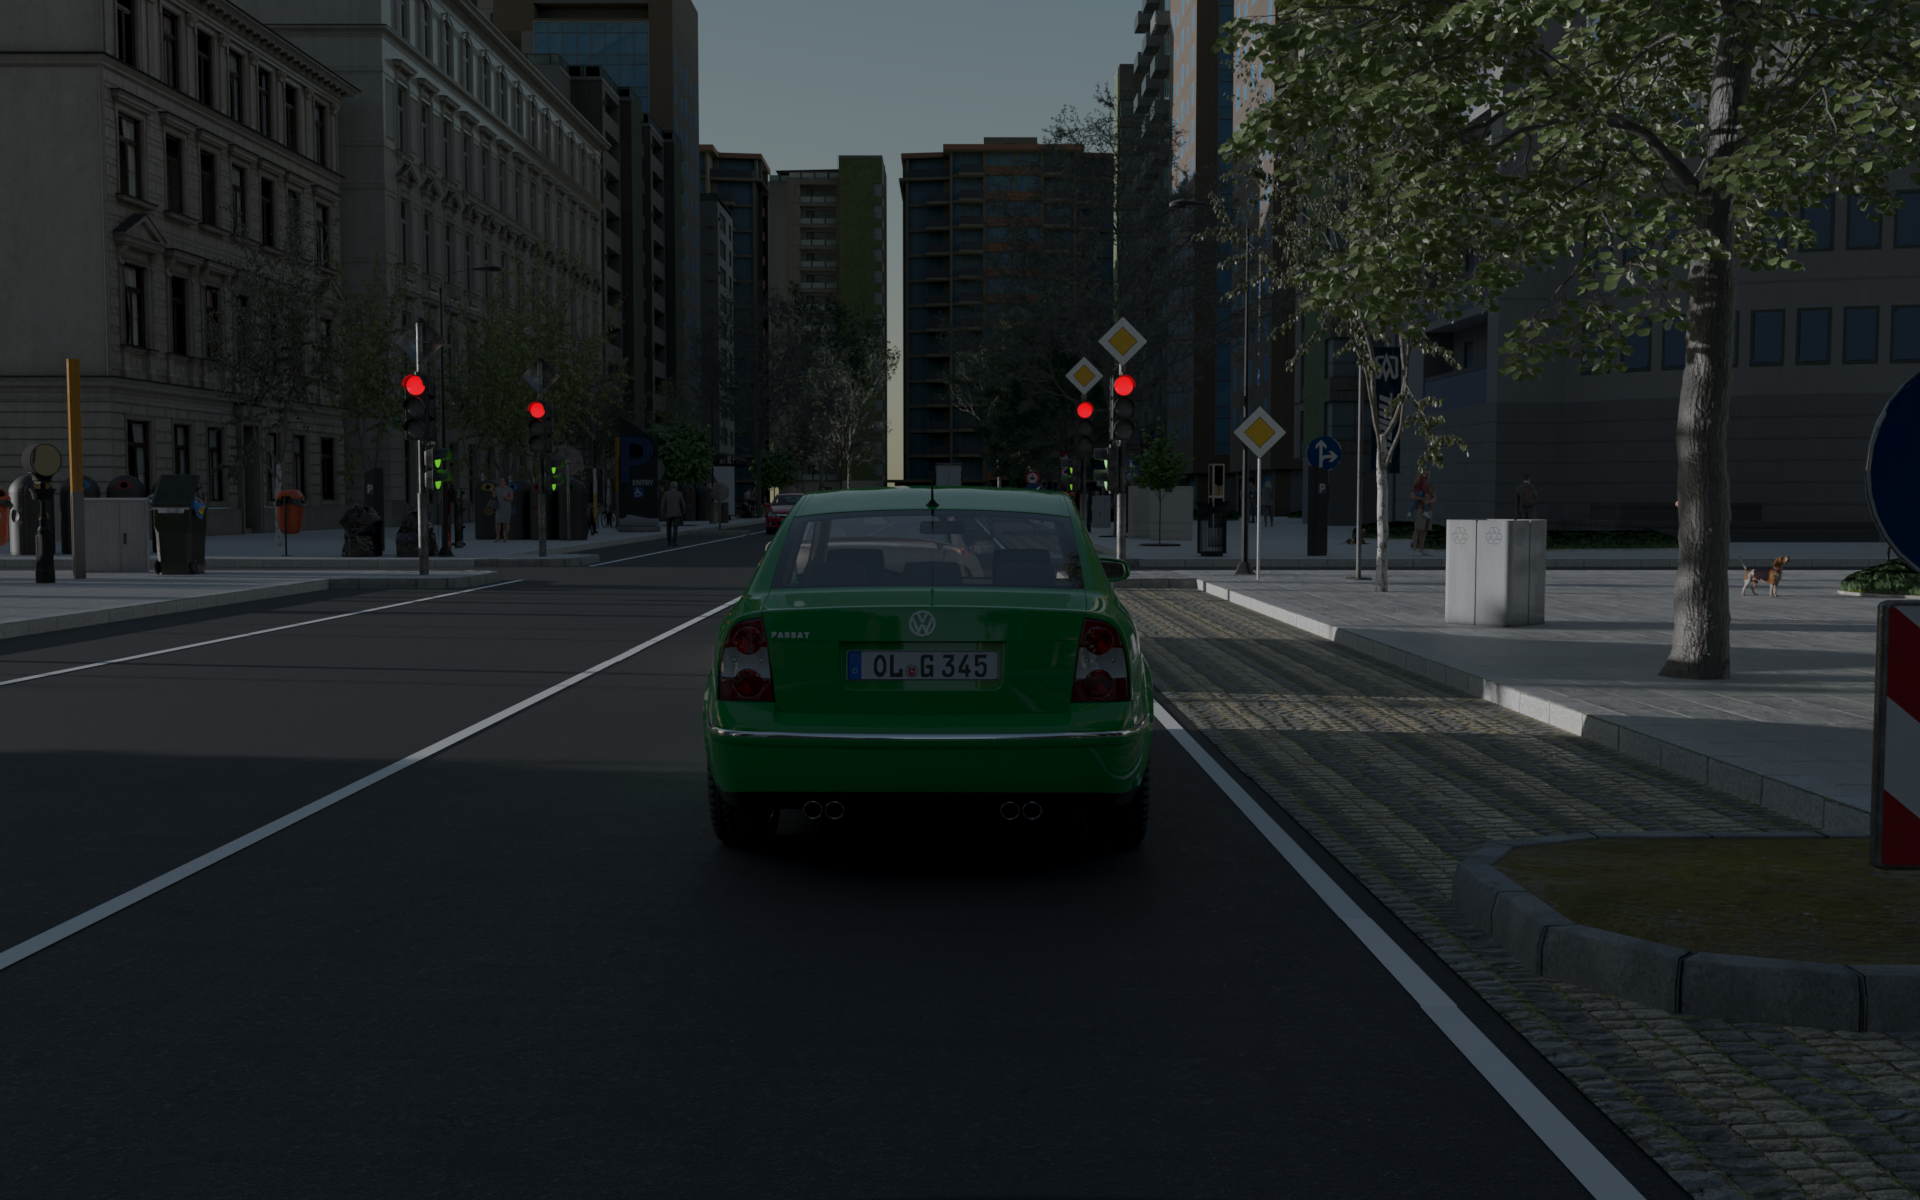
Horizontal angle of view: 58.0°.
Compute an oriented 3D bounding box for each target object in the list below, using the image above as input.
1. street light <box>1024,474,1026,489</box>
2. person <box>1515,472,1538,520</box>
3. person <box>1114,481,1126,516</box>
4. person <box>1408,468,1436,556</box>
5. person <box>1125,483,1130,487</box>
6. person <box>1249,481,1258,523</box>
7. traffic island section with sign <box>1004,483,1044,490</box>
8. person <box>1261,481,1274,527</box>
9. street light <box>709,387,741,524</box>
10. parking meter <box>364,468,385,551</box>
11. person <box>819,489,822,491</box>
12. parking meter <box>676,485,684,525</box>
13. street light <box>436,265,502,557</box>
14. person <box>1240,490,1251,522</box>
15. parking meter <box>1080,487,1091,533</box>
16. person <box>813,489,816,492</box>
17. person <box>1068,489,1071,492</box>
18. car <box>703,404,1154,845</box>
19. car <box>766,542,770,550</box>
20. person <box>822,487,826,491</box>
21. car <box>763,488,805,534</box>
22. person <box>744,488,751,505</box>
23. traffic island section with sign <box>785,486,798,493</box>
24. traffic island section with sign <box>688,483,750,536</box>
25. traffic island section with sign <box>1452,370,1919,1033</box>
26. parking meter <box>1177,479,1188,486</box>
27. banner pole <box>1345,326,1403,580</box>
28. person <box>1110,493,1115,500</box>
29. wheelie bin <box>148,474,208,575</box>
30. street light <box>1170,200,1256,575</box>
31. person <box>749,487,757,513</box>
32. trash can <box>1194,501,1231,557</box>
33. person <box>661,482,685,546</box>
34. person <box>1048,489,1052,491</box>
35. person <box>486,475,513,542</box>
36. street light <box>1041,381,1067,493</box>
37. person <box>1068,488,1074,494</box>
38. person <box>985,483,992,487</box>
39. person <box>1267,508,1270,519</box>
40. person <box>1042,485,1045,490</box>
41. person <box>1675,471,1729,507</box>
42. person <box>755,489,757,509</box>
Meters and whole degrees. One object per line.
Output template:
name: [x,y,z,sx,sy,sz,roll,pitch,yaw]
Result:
street light: [3.604,-8.446,110.640,1.470,5.913,1.316,0,4,0]
person: [14.302,-2.307,43.726,0.622,1.834,0.822,3,5,39]
person: [5.647,-3.227,59.295,0.782,1.767,0.515,0,4,0]
person: [9.586,-1.831,35.949,0.573,1.828,0.580,1,4,15]
person: [7.395,-4.201,75.086,0.716,1.782,0.532,2,4,25]
person: [12.949,-4.320,76.473,0.447,1.846,0.655,-2,4,-32]
traffic island section with sign: [2.449,-3.162,60.319,1.989,1.847,2.006,0,4,0]
person: [11.958,-3.750,67.540,0.537,1.800,0.526,1,4,15]
street light: [-10.192,-6.270,75.061,1.470,5.913,1.316,0,4,0]
parking meter: [-13.139,-2.027,38.852,0.399,1.863,0.255,2,4,30]
person: [-8.384,-5.777,103.708,0.466,1.731,0.760,3,5,42]
parking meter: [-11.802,-4.086,72.513,0.399,1.863,0.255,1,4,15]
street light: [-10.002,-3.839,35.307,1.470,5.913,1.316,0,4,0]
person: [13.104,-4.422,78.708,0.716,1.782,0.532,2,4,27]
parking meter: [4.192,-3.019,57.769,0.372,1.533,0.369,0,3,0]
person: [-8.303,-5.371,96.991,0.598,1.740,0.731,1,4,12]
person: [8.308,-7.628,131.214,0.683,1.767,0.568,3,4,37]
car: [-0.098,0.021,8.446,1.959,1.807,4.718,0,4,1]
car: [-0.721,-0.175,15.226,2.083,1.381,4.827,0,4,0]
person: [-7.751,-5.566,99.310,0.447,1.846,0.655,-2,4,-35]
car: [-6.095,-3.327,63.433,2.155,1.783,4.494,0,4,-1]
person: [-15.016,-7.120,123.388,0.756,1.711,0.436,-2,4,-32]
traffic island section with sign: [-8.494,-4.831,87.612,1.989,1.847,2.006,0,4,0]
traffic island section with sign: [-8.378,-3.170,60.454,1.989,1.847,2.006,0,4,0]
traffic island section with sign: [2.699,0.190,5.522,1.989,1.847,2.006,0,4,0]
parking meter: [8.134,-3.520,63.259,0.399,1.863,0.255,-1,4,-23]
banner pole: [6.206,-2.194,25.886,0.863,3.779,0.401,0,4,-7]
person: [13.192,-8.733,149.751,0.541,1.710,0.530,-2,4,-27]
wheelie bin: [-12.507,-1.213,27.742,0.980,1.594,0.693,0,4,2]
street light: [4.007,-3.361,27.496,1.470,5.913,1.316,0,4,0]
person: [-14.076,-6.893,119.277,0.750,1.759,0.617,-2,4,-29]
trash can: [5.184,-1.467,35.632,0.748,1.137,0.748,0,3,0]
person: [-7.918,-2.381,47.821,0.661,1.777,0.834,-1,4,-11]
person: [5.288,-5.869,102.337,0.601,1.785,0.444,1,4,13]
person: [-12.261,-2.425,46.043,0.716,1.782,0.532,1,4,8]
street light: [3.800,-6.022,71.007,1.470,5.913,1.316,0,4,0]
person: [7.056,-6.248,108.612,0.576,1.772,0.534,-1,4,-13]
person: [0.889,-2.894,55.991,0.466,1.800,0.511,-1,4,-9]
person: [15.952,-5.076,90.036,0.522,1.701,0.512,-2,4,-24]
person: [4.874,-5.717,99.865,0.721,1.781,0.623,-2,4,-25]
person: [7.505,-0.719,17.604,0.447,1.846,0.655,3,5,44]
person: [-16.871,-8.434,144.749,0.445,1.727,0.742,-2,4,-25]
